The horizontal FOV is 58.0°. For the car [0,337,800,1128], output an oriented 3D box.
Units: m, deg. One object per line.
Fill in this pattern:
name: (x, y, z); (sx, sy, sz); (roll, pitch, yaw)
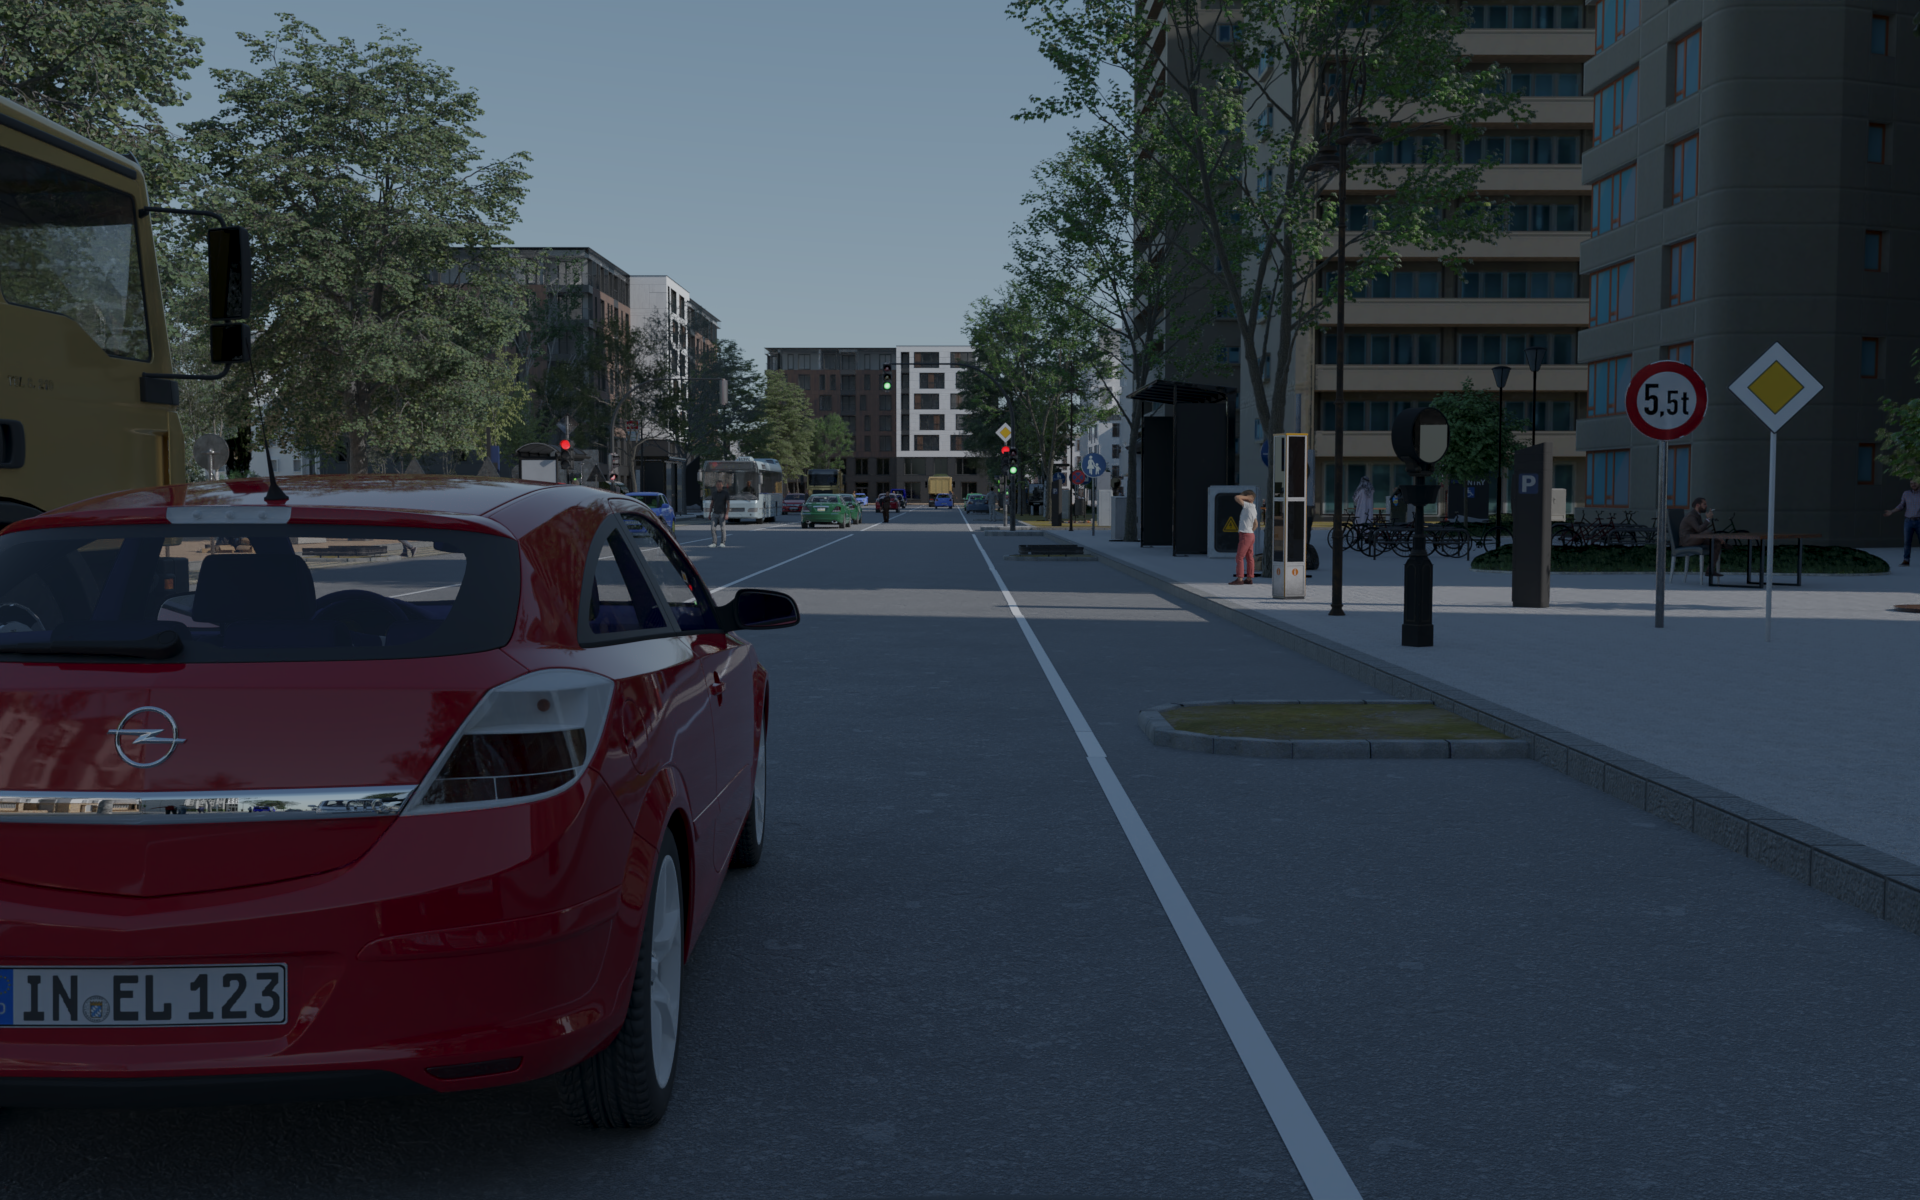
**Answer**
car: (-1.601, 0.225, 5.369); (2.155, 1.783, 4.494); (0, 4, -2)

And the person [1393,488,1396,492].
person: (18.177, -3.930, 72.513); (0.499, 1.552, 0.429); (-1, 4, -9)

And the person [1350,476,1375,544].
person: (10.421, -2.321, 44.653); (0.551, 1.740, 0.621); (-2, 4, -33)

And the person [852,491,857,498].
person: (-11.578, -11.065, 189.514); (0.705, 1.812, 1.348); (1, 4, 20)

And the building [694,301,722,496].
building: (-44.401, -21.431, 194.367); (32.646, 21.610, 27.936); (0, 4, 0)

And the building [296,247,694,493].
building: (-41.226, -19.305, 159.613); (27.936, 21.610, 32.646); (0, 4, 0)

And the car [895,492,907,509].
car: (-6.332, -9.937, 172.262); (2.009, 1.686, 4.222); (0, 4, 1)

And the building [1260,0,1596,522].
building: (25.675, -28.413, 88.254); (21.600, 48.544, 21.300); (0, 4, 0)

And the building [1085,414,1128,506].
building: (18.983, -14.696, 182.420); (9.099, 9.664, 28.070); (0, 4, 0)

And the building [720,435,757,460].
building: (-41.303, -18.341, 242.014); (28.070, 9.664, 9.099); (0, 4, 0)

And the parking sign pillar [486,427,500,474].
parking sign pillar: (-18.876, -4.987, 70.013); (1.447, 3.967, 1.447); (-1, 4, -13)

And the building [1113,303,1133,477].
building: (23.188, -18.716, 162.433); (16.016, 20.091, 11.380); (0, 4, 0)

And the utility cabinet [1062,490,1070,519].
utility cabinet: (5.079, -4.923, 89.168); (1.173, 1.500, 0.318); (2, 4, 24)

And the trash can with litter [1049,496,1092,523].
trash can with litter: (5.031, -4.006, 76.550); (2.233, 1.210, 1.678); (2, 4, 34)

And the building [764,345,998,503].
building: (-10.998, -24.951, 251.930); (32.646, 21.610, 27.936); (0, 4, 0)

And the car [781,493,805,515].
car: (-11.333, -6.757, 119.521); (2.155, 1.783, 4.494); (0, 4, -2)

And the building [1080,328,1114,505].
building: (22.198, -21.201, 203.053); (16.016, 20.091, 11.380); (0, 4, 0)

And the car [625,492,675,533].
car: (-10.642, -2.964, 58.052); (1.945, 1.707, 3.694); (0, 4, 0)

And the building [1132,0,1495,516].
building: (24.263, -30.666, 125.086); (21.300, 48.544, 21.600); (0, 4, 0)

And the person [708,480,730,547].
person: (-6.521, -2.331, 46.733); (0.598, 1.807, 0.434); (2, 4, 30)

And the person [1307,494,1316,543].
person: (8.442, -1.976, 42.257); (0.435, 1.345, 0.340); (0, 4, 3)

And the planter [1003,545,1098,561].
planter: (1.950, -1.029, 37.968); (1.991, 0.319, 1.994); (0, 4, 0)

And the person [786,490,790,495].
person: (-18.786, -11.184, 189.824); (0.541, 1.710, 0.530); (1, 4, 19)

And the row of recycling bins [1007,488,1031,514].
row of recycling bins: (4.846, -6.483, 113.116); (3.534, 1.692, 1.069); (0, 4, 4)

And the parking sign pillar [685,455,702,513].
parking sign pillar: (-18.578, -8.021, 119.611); (1.447, 3.967, 1.447); (3, 5, 41)

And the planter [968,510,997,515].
planter: (1.530, -6.051, 120.068); (1.991, 0.319, 1.994); (0, 4, 0)

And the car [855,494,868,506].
car: (-11.827, -11.929, 204.632); (1.945, 1.707, 3.694); (0, 4, 1)

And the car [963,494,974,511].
car: (1.236, -8.480, 147.449); (1.959, 1.807, 4.718); (0, 3, 0)

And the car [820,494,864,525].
car: (-5.673, -4.333, 82.637); (2.131, 1.459, 4.920); (0, 3, 0)

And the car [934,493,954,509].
car: (-1.587, -9.667, 167.644); (1.945, 1.707, 3.694); (0, 4, -1)

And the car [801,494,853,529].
car: (-5.643, -3.756, 73.208); (2.131, 1.459, 4.920); (0, 4, 1)

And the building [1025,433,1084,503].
building: (19.405, -18.440, 243.647); (28.070, 9.664, 9.099); (0, 4, 0)

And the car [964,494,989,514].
car: (1.326, -6.919, 125.130); (2.014, 1.417, 4.499); (0, 3, 0)

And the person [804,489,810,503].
person: (-10.057, -6.445, 114.426); (0.434, 1.755, 0.990); (1, 4, 12)

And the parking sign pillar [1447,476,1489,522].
parking sign pillar: (16.938, -4.232, 57.658); (1.447, 3.967, 1.447); (1, 4, 12)

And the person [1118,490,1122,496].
person: (11.772, -7.344, 128.322); (0.614, 1.554, 0.590); (2, 4, 28)

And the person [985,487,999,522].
person: (1.710, -5.000, 90.401); (0.875, 1.805, 0.789); (0, 4, -1)

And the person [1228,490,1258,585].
person: (4.014, -0.893, 24.549); (0.340, 1.345, 0.435); (1, 4, 22)

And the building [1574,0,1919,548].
building: (31.483, -11.595, 34.611); (27.650, 21.520, 28.899); (0, 4, 0)

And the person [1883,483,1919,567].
person: (16.868, -1.383, 30.606); (0.963, 1.587, 0.435); (2, 4, 32)

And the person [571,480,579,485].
person: (-10.182, -2.285, 45.992); (0.434, 1.807, 0.598); (1, 4, 18)

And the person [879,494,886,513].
person: (-5.755, -7.228, 129.862); (0.628, 1.438, 0.799); (1, 4, 12)

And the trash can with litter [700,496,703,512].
trash can with litter: (-18.798, -6.907, 124.319); (1.055, 1.170, 0.624); (-2, 4, -35)

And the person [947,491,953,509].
person: (-0.963, -9.903, 171.081); (0.621, 1.740, 0.551); (0, 4, -3)

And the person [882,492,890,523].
person: (-3.684, -4.637, 86.589); (0.388, 1.546, 0.482); (-3, 4, -36)

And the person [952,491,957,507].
person: (-0.844, -10.836, 186.382); (1.217, 1.735, 0.721); (2, 4, 25)

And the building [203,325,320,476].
building: (-78.521, -21.013, 199.986); (11.380, 20.091, 16.016); (0, 4, 0)

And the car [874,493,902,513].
car: (-5.571, -7.633, 133.842); (2.155, 1.783, 4.494); (0, 3, 0)
